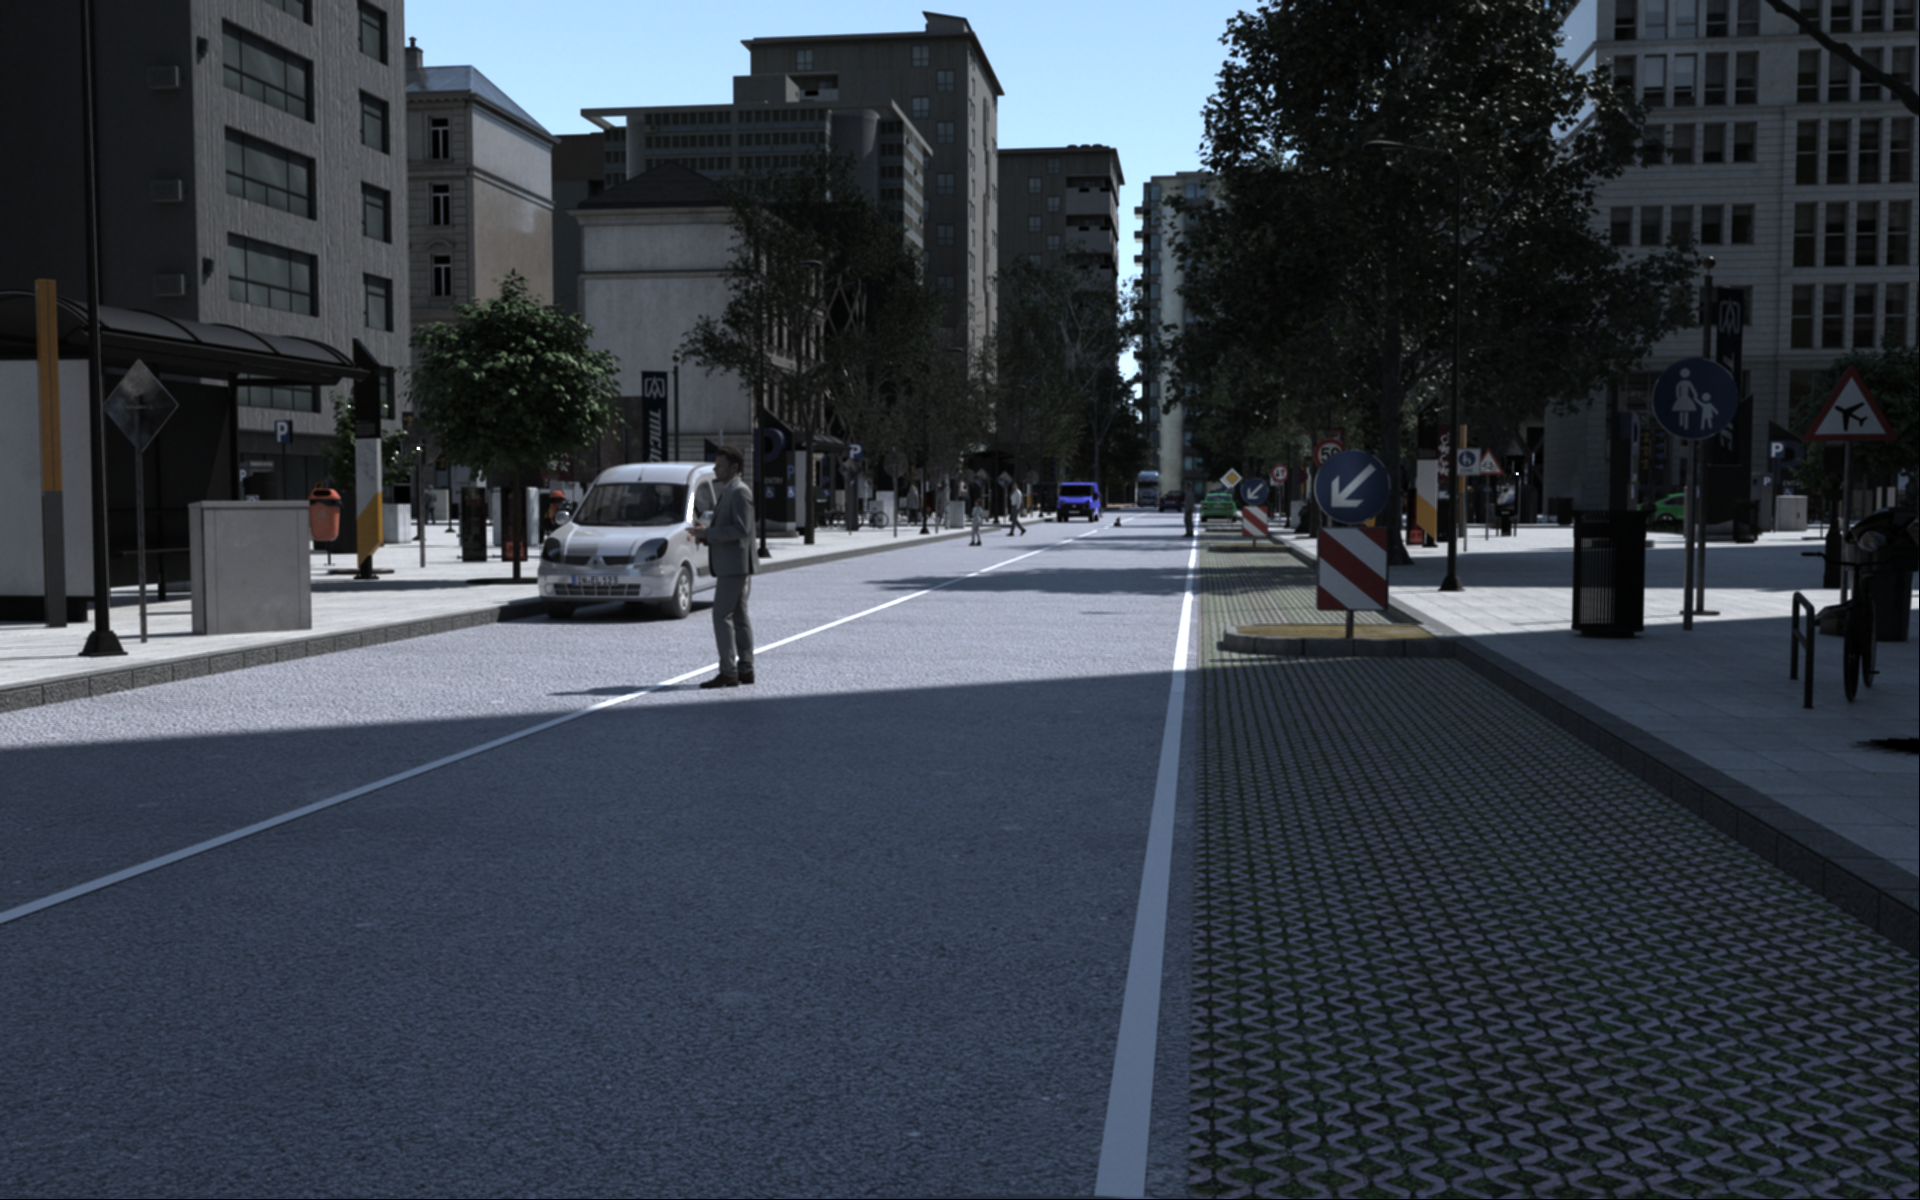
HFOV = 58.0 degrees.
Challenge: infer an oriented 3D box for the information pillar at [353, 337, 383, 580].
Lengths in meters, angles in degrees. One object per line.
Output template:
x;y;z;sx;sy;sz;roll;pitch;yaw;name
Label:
-8.849;-2.111;25.875;0.504;3.616;0.183;2;4;31;information pillar

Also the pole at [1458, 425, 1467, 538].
14.757;-3.488;50.876;0.158;3.312;0.155;0;3;0;pole

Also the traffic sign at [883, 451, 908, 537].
-1.920;-3.136;51.373;0.768;2.556;0.104;1;4;15;traffic sign

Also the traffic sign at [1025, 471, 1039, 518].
3.910;-5.767;94.393;0.768;2.556;0.104;1;4;9;traffic sign

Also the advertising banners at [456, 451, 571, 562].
-8.514;-2.246;32.905;2.074;3.025;0.090;0;4;-3;advertising banners

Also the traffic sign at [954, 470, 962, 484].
-0.219;-5.645;92.402;0.768;2.556;0.104;1;4;10;traffic sign

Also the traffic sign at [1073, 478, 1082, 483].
9.407;-8.487;138.875;0.768;2.556;0.104;1;4;10;traffic sign

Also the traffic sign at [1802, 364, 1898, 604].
8.950;-1.069;17.476;0.884;2.594;0.081;1;4;12;traffic sign

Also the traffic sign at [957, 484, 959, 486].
-0.245;-5.784;95.759;0.795;2.450;0.064;1;4;11;traffic sign

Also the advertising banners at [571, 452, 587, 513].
-7.446;-2.391;35.284;2.074;3.025;0.090;1;4;23;advertising banners

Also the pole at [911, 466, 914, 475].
-3.416;-8.017;124.926;0.158;3.312;0.155;0;3;0;pole

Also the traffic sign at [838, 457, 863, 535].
-3.418;-3.224;53.894;0.795;2.450;0.064;1;4;11;traffic sign

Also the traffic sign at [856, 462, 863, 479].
-4.119;-4.079;66.805;0.768;2.556;0.104;1;4;16;traffic sign

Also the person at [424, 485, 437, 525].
-22.160;-3.887;72.226;0.590;1.801;0.661;2;4;29;person

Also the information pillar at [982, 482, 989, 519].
1.279;-5.075;87.473;0.304;2.012;0.304;-2;4;-25;information pillar

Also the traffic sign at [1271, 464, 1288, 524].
13.530;-4.471;73.214;0.768;2.556;0.104;1;4;15;traffic sign

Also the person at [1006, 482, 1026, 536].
1.906;-3.105;59.363;0.850;1.850;0.679;-2;4;-29;person

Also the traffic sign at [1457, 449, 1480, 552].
11.249;-2.225;38.503;0.606;2.300;0.079;1;4;10;traffic sign

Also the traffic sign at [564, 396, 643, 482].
-7.293;-2.589;36.199;2.265;3.308;0.079;1;4;17;traffic sign

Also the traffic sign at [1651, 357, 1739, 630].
6.871;-0.989;16.272;0.768;2.556;0.104;1;4;10;traffic sign

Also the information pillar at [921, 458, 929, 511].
-2.312;-7.499;113.969;0.504;3.616;0.183;0;4;0;information pillar

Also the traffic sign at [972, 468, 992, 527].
0.835;-3.865;66.831;0.795;2.450;0.064;0;4;8;traffic sign

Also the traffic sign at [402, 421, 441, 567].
-9.413;-1.845;30.268;0.768;2.556;0.104;1;4;13;traffic sign

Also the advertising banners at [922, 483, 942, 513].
-2.055;-7.056;111.549;2.074;3.025;0.090;-1;4;-14;advertising banners

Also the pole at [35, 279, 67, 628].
-8.706;-1.391;16.581;0.158;3.312;0.155;0;3;0;pole

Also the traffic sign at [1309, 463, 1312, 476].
13.334;-3.927;64.308;0.768;2.556;0.104;1;4;14;traffic sign

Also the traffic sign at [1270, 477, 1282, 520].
15.691;-5.127;85.948;0.606;2.300;0.079;1;4;16;traffic sign

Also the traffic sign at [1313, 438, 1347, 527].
8.416;-2.405;39.427;0.768;2.556;0.104;1;4;9;traffic sign

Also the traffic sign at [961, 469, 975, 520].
0.398;-5.329;87.228;0.768;2.556;0.104;1;4;14;traffic sign

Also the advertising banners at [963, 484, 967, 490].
0.658;-6.575;103.683;0.090;3.025;2.074;2;4;30;advertising banners

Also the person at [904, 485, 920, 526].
-2.045;-3.888;72.249;0.709;1.800;0.728;1;4;23;person

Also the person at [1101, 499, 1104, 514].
10.134;-7.098;125.227;0.598;1.740;0.731;2;4;27;person

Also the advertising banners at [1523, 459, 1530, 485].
27.807;-5.523;86.491;0.090;3.025;2.074;-1;4;-16;advertising banners

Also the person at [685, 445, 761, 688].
-1.796;-0.262;12.981;0.583;1.804;0.606;-1;4;-21;person

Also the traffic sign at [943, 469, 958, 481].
-0.497;-5.453;89.269;0.768;2.556;0.104;1;4;12;traffic sign

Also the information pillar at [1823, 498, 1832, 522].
39.485;-4.542;78.760;0.304;2.012;0.304;3;4;36;information pillar

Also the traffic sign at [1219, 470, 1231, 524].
11.384;-4.267;73.414;0.795;2.450;0.064;0;4;8;traffic sign

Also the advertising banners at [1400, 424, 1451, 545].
11.434;-2.893;43.493;2.074;3.025;0.090;0;4;-6;advertising banners

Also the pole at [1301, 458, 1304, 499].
18.474;-6.098;93.545;0.158;3.312;0.155;0;3;0;pole

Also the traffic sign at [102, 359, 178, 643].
-7.038;-0.837;14.870;0.795;2.450;0.064;1;4;17;traffic sign

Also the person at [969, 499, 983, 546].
0.434;-2.158;48.055;0.394;1.301;0.425;2;4;28;person

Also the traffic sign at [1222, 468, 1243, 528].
10.287;-3.784;65.504;0.795;2.450;0.064;0;4;8;traffic sign

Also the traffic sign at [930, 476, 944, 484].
-1.200;-5.482;89.736;0.768;2.556;0.104;1;4;16;traffic sign

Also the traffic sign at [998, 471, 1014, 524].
1.933;-4.349;74.740;0.795;2.450;0.064;0;4;8;traffic sign

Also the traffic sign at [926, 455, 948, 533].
-0.762;-3.449;56.502;0.768;2.556;0.104;1;4;17;traffic sign

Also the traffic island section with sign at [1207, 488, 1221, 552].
7.195;-2.104;43.031;1.989;1.847;2.006;0;4;8;traffic island section with sign

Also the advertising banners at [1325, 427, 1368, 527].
10.478;-2.985;44.993;2.074;3.025;0.090;2;4;29;advertising banners

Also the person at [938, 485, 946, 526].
-0.640;-3.720;69.448;0.709;1.813;0.853;1;4;12;person

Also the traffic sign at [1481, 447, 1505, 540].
14.620;-2.935;47.988;0.884;2.594;0.081;1;4;15;traffic sign

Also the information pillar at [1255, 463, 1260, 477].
20.178;-7.739;117.893;0.504;3.616;0.183;-1;4;-16;information pillar

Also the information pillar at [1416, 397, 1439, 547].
11.283;-3.083;41.767;0.504;3.616;0.183;2;4;28;information pillar

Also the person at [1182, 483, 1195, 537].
7.656;-3.014;57.874;0.391;1.810;0.635;0;4;-5;person

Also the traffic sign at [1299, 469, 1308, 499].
17.228;-5.358;87.707;0.768;2.556;0.104;1;4;10;traffic sign

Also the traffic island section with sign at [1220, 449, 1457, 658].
3.464;-0.456;16.086;1.989;1.847;2.006;0;4;8;traffic island section with sign

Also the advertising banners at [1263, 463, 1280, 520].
15.722;-5.573;87.302;0.090;3.025;2.074;-1;4;-17;advertising banners

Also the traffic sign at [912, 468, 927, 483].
-1.998;-5.185;84.874;0.768;2.556;0.104;1;4;13;traffic sign

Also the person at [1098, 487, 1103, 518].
8.157;-5.782;103.023;0.713;1.824;0.794;-2;4;-31;person

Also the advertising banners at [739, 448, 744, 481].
-8.888;-4.332;67.017;0.090;3.025;2.074;-3;4;-38;advertising banners
